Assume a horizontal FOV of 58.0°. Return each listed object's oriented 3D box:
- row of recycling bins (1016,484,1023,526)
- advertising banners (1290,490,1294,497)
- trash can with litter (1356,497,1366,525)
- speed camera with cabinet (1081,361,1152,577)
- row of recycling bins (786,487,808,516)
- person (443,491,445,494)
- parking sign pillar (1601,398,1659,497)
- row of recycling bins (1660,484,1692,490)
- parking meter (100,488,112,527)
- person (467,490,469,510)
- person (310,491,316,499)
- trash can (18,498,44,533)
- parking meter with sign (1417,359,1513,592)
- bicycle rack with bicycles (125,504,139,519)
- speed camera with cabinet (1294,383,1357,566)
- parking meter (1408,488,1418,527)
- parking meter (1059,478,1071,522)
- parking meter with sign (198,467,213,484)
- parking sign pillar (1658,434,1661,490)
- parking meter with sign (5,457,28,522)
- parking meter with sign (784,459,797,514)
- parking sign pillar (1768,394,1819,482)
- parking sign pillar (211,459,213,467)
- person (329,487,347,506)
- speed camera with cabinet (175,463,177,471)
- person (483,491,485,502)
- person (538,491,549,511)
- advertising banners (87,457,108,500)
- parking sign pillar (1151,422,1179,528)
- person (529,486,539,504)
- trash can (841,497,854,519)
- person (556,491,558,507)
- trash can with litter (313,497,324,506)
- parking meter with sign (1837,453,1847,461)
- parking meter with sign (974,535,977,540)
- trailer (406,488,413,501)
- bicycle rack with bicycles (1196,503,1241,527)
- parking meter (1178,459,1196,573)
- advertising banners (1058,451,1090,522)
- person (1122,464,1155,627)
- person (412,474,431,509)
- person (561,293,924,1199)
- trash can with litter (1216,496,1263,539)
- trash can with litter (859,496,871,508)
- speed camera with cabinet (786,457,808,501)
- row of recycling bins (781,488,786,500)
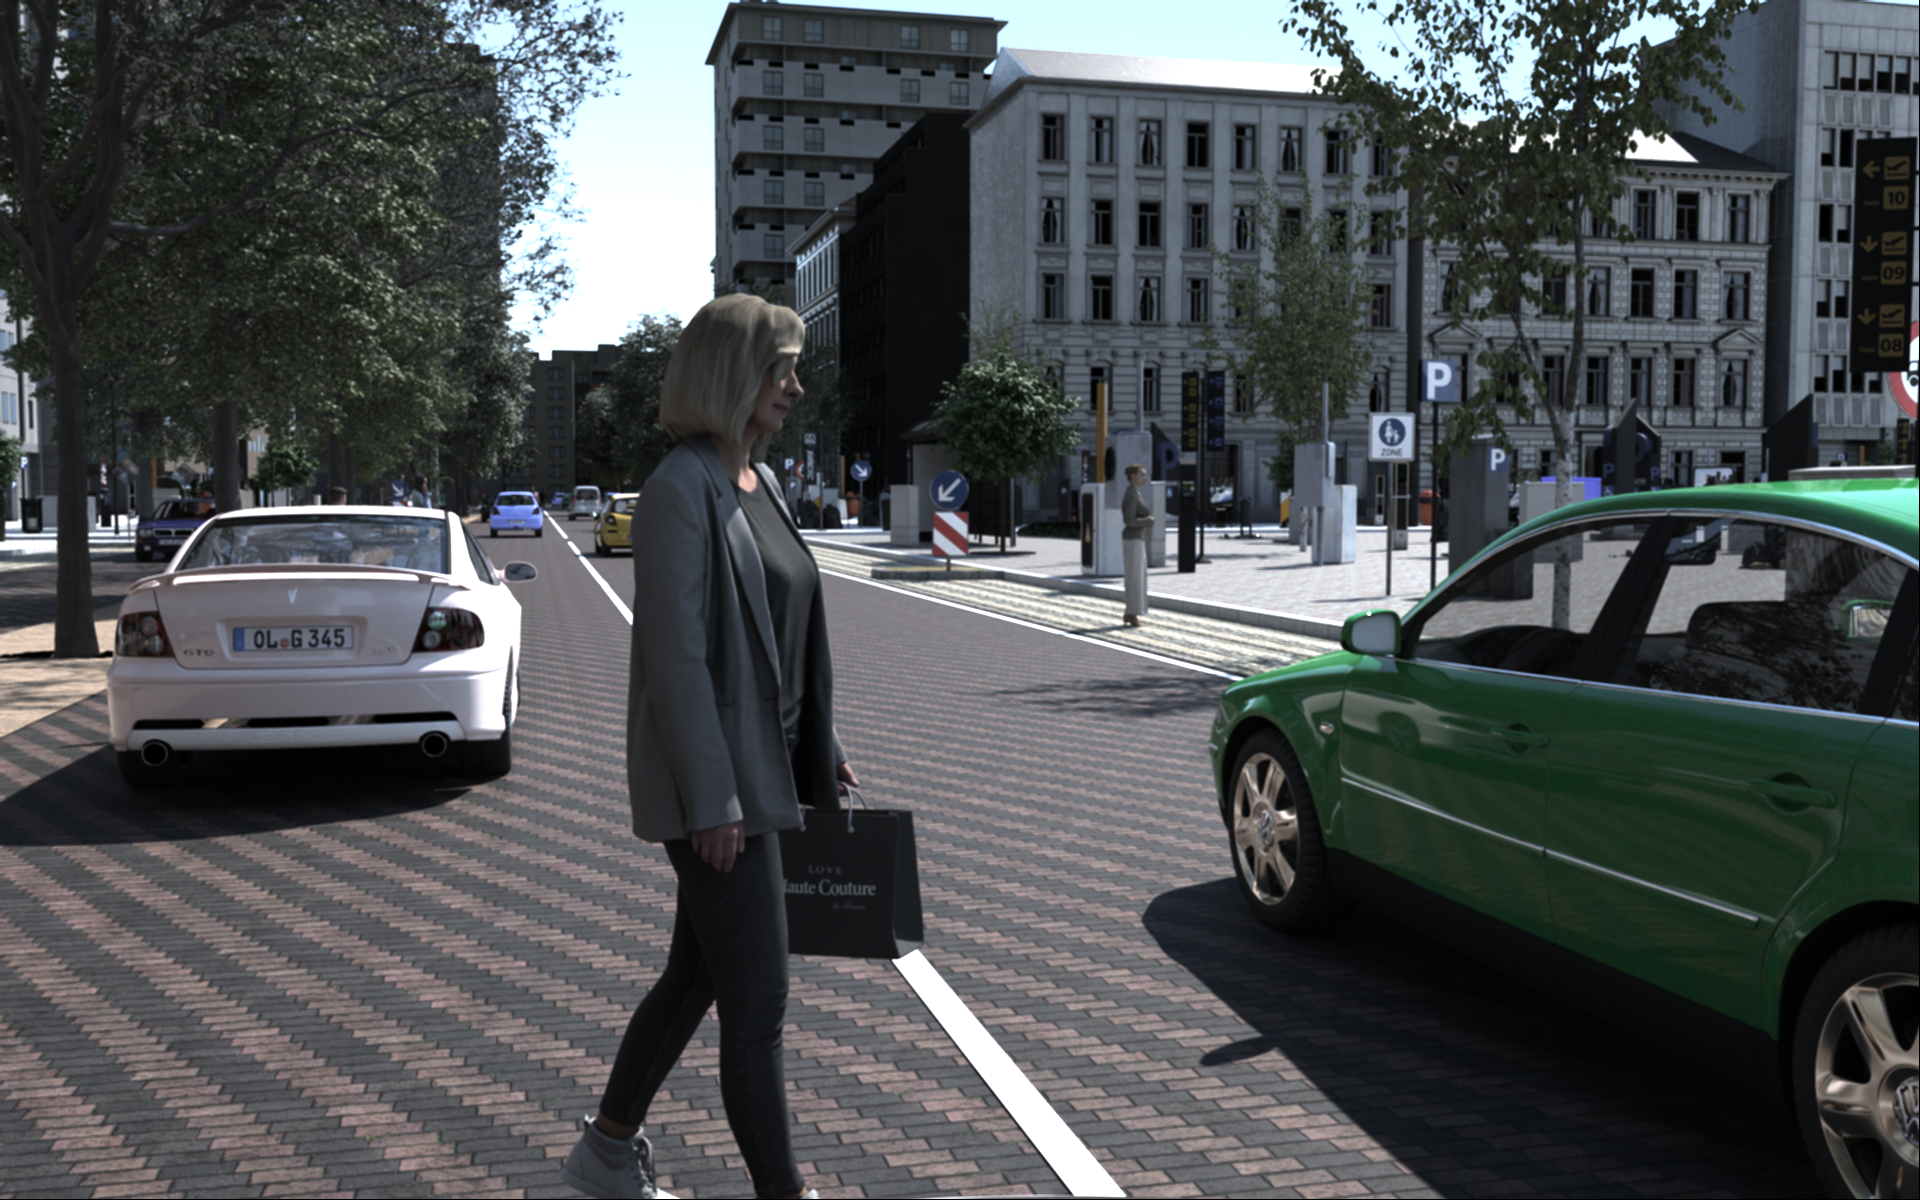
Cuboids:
[{"bbox_3d":[1.177,-3.879,70.536,3.534,1.692,1.069,3,5,45],"label":"row of recycling bins"},{"bbox_3d":[12.296,-4.134,63.778,0.090,3.025,2.074,2,4,25],"label":"advertising banners"},{"bbox_3d":[16.455,-3.795,73.114,2.233,1.210,1.678,0,4,7],"label":"trash can with litter"},{"bbox_3d":[2.367,-1.966,26.484,0.660,3.252,2.038,-1,4,-10],"label":"speed camera with cabinet"},{"bbox_3d":[-8.937,-5.940,104.225,1.069,1.692,3.534,2,4,27],"label":"row of recycling bins"},{"bbox_3d":[-48.877,-9.501,164.363,0.617,1.759,0.750,1,4,22],"label":"person"},{"bbox_3d":[18.362,-3.659,48.296,1.447,3.967,1.447,3,5,44],"label":"parking sign pillar"},{"bbox_3d":[29.037,-3.891,70.731,1.069,1.692,3.534,-1,4,-23],"label":"row of recycling bins"},{"bbox_3d":[-33.320,-3.617,67.547,0.372,1.533,0.369,0,3,0],"label":"parking meter"},{"bbox_3d":[-44.595,-9.046,156.533,0.705,1.807,1.348,0,4,7],"label":"person"},{"bbox_3d":[-76.055,-11.911,203.950,0.721,1.736,1.217,1,4,17],"label":"person"},{"bbox_3d":[-30.420,-2.759,56.762,0.748,1.137,0.748,0,3,0],"label":"trash can"},{"bbox_3d":[6.532,-1.564,21.828,0.543,3.016,1.738,-2,4,-24],"label":"parking meter with sign"},{"bbox_3d":[-40.760,-4.606,88.696,2.925,0.926,2.852,1,4,11],"label":"bicycle rack with bicycles"},{"bbox_3d":[6.657,-2.274,31.516,0.660,3.252,2.038,2,4,29],"label":"speed camera with cabinet"},{"bbox_3d":[17.668,-3.615,67.518,0.372,1.533,0.369,0,3,0],"label":"parking meter"},{"bbox_3d":[3.815,-3.507,63.056,0.399,1.863,0.255,2,4,24],"label":"parking meter"},{"bbox_3d":[-48.886,-7.076,111.945,0.543,3.016,1.738,1,4,12],"label":"parking meter with sign"},{"bbox_3d":[21.453,-4.045,54.615,1.447,3.967,1.447,-1,4,-20],"label":"parking sign pillar"},{"bbox_3d":[-44.384,-5.167,80.740,1.738,3.016,0.543,0,4,8],"label":"parking meter with sign"},{"bbox_3d":[-8.188,-5.379,84.204,0.543,3.016,1.738,-1,4,-13],"label":"parking meter with sign"},{"bbox_3d":[22.673,-3.589,47.144,1.447,3.967,1.447,-1,4,-23],"label":"parking sign pillar"},{"bbox_3d":[-52.872,-8.288,123.983,1.447,3.967,1.447,2,4,27],"label":"parking sign pillar"},{"bbox_3d":[-7.082,-0.518,19.567,0.503,1.515,0.523,-3,4,-38],"label":"person"},{"bbox_3d":[-43.448,-6.114,94.294,2.038,3.252,0.660,-1,4,-9],"label":"speed camera with cabinet"},{"bbox_3d":[-53.374,-11.374,194.405,0.705,1.831,1.348,0,4,-7],"label":"person"},{"bbox_3d":[-36.392,-8.659,150.903,1.217,1.723,0.721,0,4,3],"label":"person"},{"bbox_3d":[-40.420,-5.161,80.572,0.090,3.025,2.074,1,4,20],"label":"advertising banners"},{"bbox_3d":[7.746,-4.700,65.319,1.447,3.967,1.447,3,5,44],"label":"parking sign pillar"},{"bbox_3d":[-19.769,-4.383,80.179,0.555,1.821,0.388,-2,4,-30],"label":"person"},{"bbox_3d":[-5.720,-4.683,88.227,0.748,1.137,0.748,0,3,0],"label":"trash can"},{"bbox_3d":[-44.641,-11.164,191.588,0.434,1.755,0.990,0,4,-1],"label":"person"},{"bbox_3d":[-45.783,-6.896,124.142,0.624,1.170,1.055,2,4,25],"label":"trash can with litter"},{"bbox_3d":[38.058,-4.718,73.394,1.738,3.016,0.543,-1,4,-12],"label":"parking meter with sign"},{"bbox_3d":[-0.377,-3.186,48.345,1.738,3.016,0.543,-1,4,-9],"label":"parking meter with sign"},{"bbox_3d":[-50.301,-9.282,158.811,1.471,1.999,3.904,-1,4,-15],"label":"trailer"},{"bbox_3d":[9.410,-3.416,69.232,2.925,0.926,2.852,2,4,34],"label":"bicycle rack with bicycles"},{"bbox_3d":[3.718,-1.386,28.365,0.255,1.863,0.399,0,4,1],"label":"parking meter"},{"bbox_3d":[4.649,-4.545,70.499,0.090,3.025,2.074,-2,4,-33],"label":"advertising banners"},{"bbox_3d":[1.914,-0.583,18.584,0.362,1.759,0.519,0,4,6],"label":"person"},{"bbox_3d":[-9.810,-1.389,31.476,0.793,1.790,0.793,3,5,42],"label":"person"},{"bbox_3d":[-0.425,0.328,3.316,0.728,1.800,0.709,1,4,18],"label":"person"},{"bbox_3d":[7.971,-2.383,50.014,1.678,1.210,2.233,3,5,40],"label":"trash can with litter"},{"bbox_3d":[-4.486,-4.566,86.047,1.055,1.170,0.624,1,4,20],"label":"trash can with litter"},{"bbox_3d":[-8.192,-5.947,91.567,2.038,3.252,0.660,2,4,23],"label":"speed camera with cabinet"},{"bbox_3d":[-12.630,-7.009,121.702,1.069,1.692,3.534,1,4,9],"label":"row of recycling bins"}]
